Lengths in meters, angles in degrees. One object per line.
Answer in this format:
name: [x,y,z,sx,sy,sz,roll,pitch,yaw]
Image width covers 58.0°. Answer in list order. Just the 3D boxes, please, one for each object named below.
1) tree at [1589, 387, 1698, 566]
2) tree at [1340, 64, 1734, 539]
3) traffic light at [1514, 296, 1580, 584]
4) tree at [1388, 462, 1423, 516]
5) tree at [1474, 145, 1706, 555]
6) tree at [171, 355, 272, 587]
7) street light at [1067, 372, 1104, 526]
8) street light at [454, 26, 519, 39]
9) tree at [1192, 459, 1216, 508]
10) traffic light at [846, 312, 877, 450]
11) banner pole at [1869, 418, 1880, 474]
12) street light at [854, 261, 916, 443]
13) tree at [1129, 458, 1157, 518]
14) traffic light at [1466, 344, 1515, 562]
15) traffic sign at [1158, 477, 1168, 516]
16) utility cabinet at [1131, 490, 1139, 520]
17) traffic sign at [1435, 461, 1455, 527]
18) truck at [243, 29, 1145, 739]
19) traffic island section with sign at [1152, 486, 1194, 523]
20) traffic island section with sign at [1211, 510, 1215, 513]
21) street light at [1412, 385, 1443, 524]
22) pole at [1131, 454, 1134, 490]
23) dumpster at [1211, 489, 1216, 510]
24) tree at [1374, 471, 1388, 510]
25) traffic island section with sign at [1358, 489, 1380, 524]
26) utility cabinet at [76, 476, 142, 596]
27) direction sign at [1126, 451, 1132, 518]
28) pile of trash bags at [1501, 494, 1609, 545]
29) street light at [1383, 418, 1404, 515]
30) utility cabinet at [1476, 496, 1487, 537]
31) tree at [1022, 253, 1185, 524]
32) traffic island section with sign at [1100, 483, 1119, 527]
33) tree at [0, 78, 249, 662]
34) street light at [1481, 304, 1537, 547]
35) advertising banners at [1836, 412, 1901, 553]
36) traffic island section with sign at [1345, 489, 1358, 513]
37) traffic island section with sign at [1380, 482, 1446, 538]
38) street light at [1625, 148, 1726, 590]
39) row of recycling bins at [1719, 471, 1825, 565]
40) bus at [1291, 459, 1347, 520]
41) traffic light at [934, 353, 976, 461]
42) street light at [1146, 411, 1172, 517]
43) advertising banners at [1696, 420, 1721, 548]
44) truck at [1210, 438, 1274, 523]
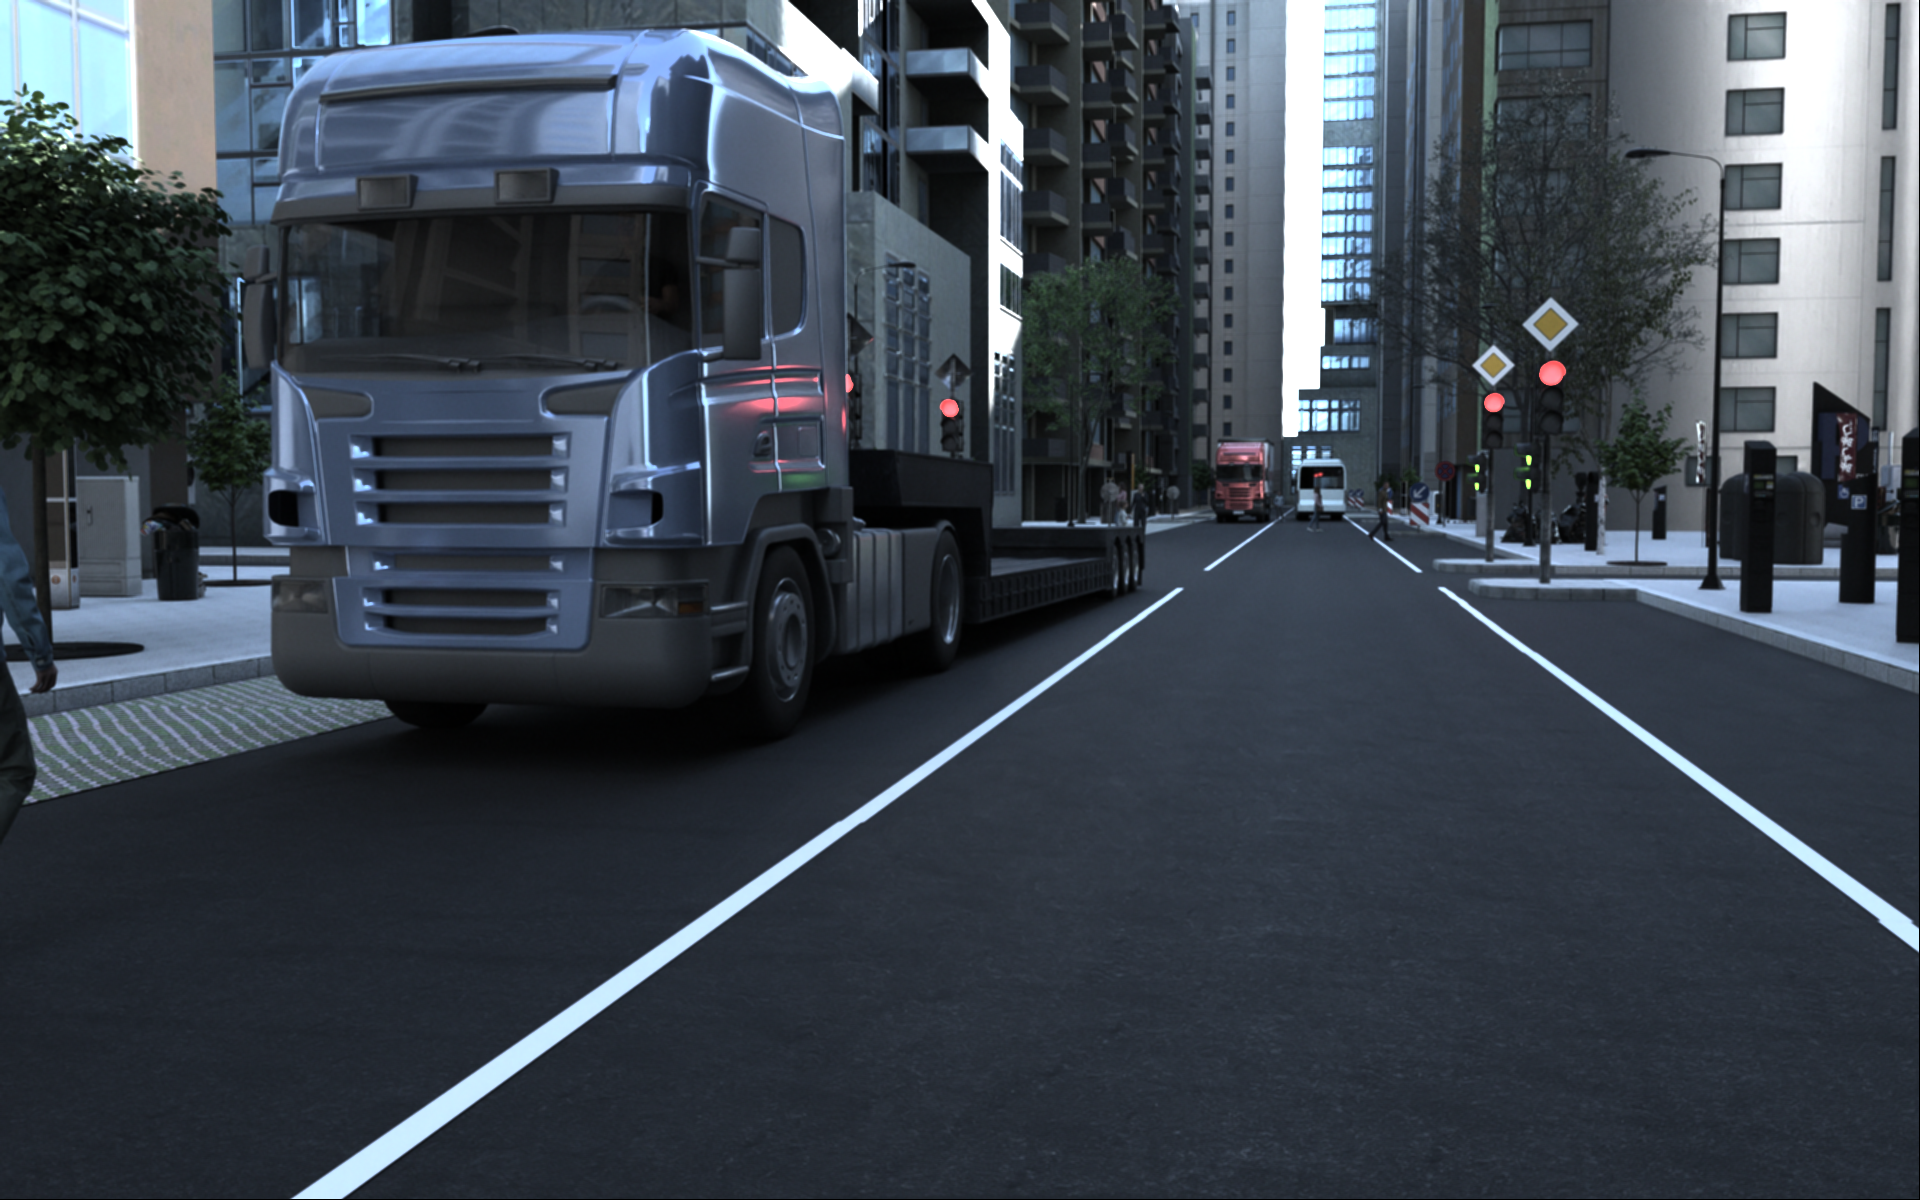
tree: [12.181,-2.250,31.395,1.663,3.219,1.824,0,3,0]
tree: [16.172,-8.478,48.992,12.009,13.543,11.850,0,3,0]
traffic light: [8.385,-2.193,24.776,0.839,4.253,0.868,1,4,12]
tree: [26.851,-6.680,103.823,1.663,3.219,1.824,0,3,0]
tree: [13.382,-5.272,36.553,4.360,8.622,3.978,0,3,0]
tree: [-10.167,-1.813,24.250,1.663,3.219,1.824,0,3,0]
street light: [4.780,-5.724,66.121,1.470,5.913,1.316,1,4,12]
street light: [-5.059,-2.748,17.465,1.470,5.913,1.316,1,4,12]
tree: [21.690,-10.606,157.126,4.285,4.588,4.351,0,3,0]
traffic light: [-1.722,-2.318,26.817,0.839,4.253,0.868,1,4,12]
banner pole: [29.873,-4.084,56.786,0.401,3.779,0.863,0,4,-2]
street light: [-1.564,-3.809,34.824,1.470,5.913,1.316,1,4,12]
tree: [9.748,-5.998,92.669,1.663,3.219,1.824,0,3,0]
traffic light: [9.983,-2.672,32.600,0.839,4.253,0.868,1,4,12]
traffic sign: [12.073,-6.187,103.286,0.606,2.300,0.079,1,4,16]
utility cabinet: [8.769,-4.753,86.389,0.318,1.500,1.173,1,4,17]
traffic sign: [18.807,-4.104,67.204,0.768,2.556,0.104,1,4,13]
truck: [-0.547,-1.675,17.144,2.967,4.110,18.799,1,4,13]
traffic island section with sign: [10.563,-4.707,85.589,1.989,1.847,2.006,1,4,12]
traffic island section with sign: [20.548,-7.694,134.423,1.989,1.847,2.006,1,4,12]
street light: [19.968,-6.202,73.942,1.470,5.913,1.316,1,4,12]
pole: [8.736,-5.732,87.566,0.158,3.312,0.155,0,3,0]
dumpster: [20.701,-7.829,136.218,1.865,1.857,1.264,1,4,13]
tree: [33.059,-8.477,133.202,1.663,3.219,1.824,0,3,0]
traffic island section with sign: [20.587,-4.631,84.350,1.989,1.847,2.006,1,4,12]
utility cabinet: [-10.884,-0.796,21.687,1.173,1.500,0.318,1,4,11]
direction sign: [8.878,-6.062,91.117,0.379,3.537,0.876,-1,4,-11]
pile of trash bags: [15.554,-2.138,44.707,1.912,1.369,3.447,-1,4,-16]
street light: [26.457,-8.142,105.667,1.470,5.913,1.316,1,4,12]
utility cabinet: [15.665,-2.502,52.066,0.306,1.237,1.020,1,4,18]
tree: [5.379,-9.054,73.787,9.928,11.665,9.643,0,3,0]
traffic island section with sign: [5.102,-3.070,58.823,1.989,1.847,2.006,1,4,12]
tree: [-7.286,-1.843,13.846,4.285,4.588,4.351,0,3,0]
street light: [13.438,-4.273,42.406,1.470,5.913,1.316,1,4,12]
advertising banners: [19.732,-2.513,37.268,2.074,3.025,0.090,-1,4,-9]
traffic island section with sign: [30.411,-7.573,132.451,1.989,1.847,2.006,1,4,12]
traffic island section with sign: [15.195,-3.013,57.883,1.989,1.847,2.006,1,4,12]
street light: [9.626,-3.106,23.324,1.470,5.913,1.316,1,4,12]
row of recycling bins: [15.394,-1.583,32.992,1.069,1.692,3.534,0,4,5]
bus: [20.332,-6.321,98.212,2.948,3.499,13.247,1,4,10]
traffic light: [-0.123,-2.796,34.641,0.839,4.253,0.868,1,4,12]
street light: [11.214,-7.647,97.569,1.470,5.913,1.316,1,4,12]
advertising banners: [18.158,-2.789,41.784,2.074,3.025,0.090,-3,5,-44]
truck: [14.687,-6.141,89.323,2.839,4.237,11.283,1,4,12]
